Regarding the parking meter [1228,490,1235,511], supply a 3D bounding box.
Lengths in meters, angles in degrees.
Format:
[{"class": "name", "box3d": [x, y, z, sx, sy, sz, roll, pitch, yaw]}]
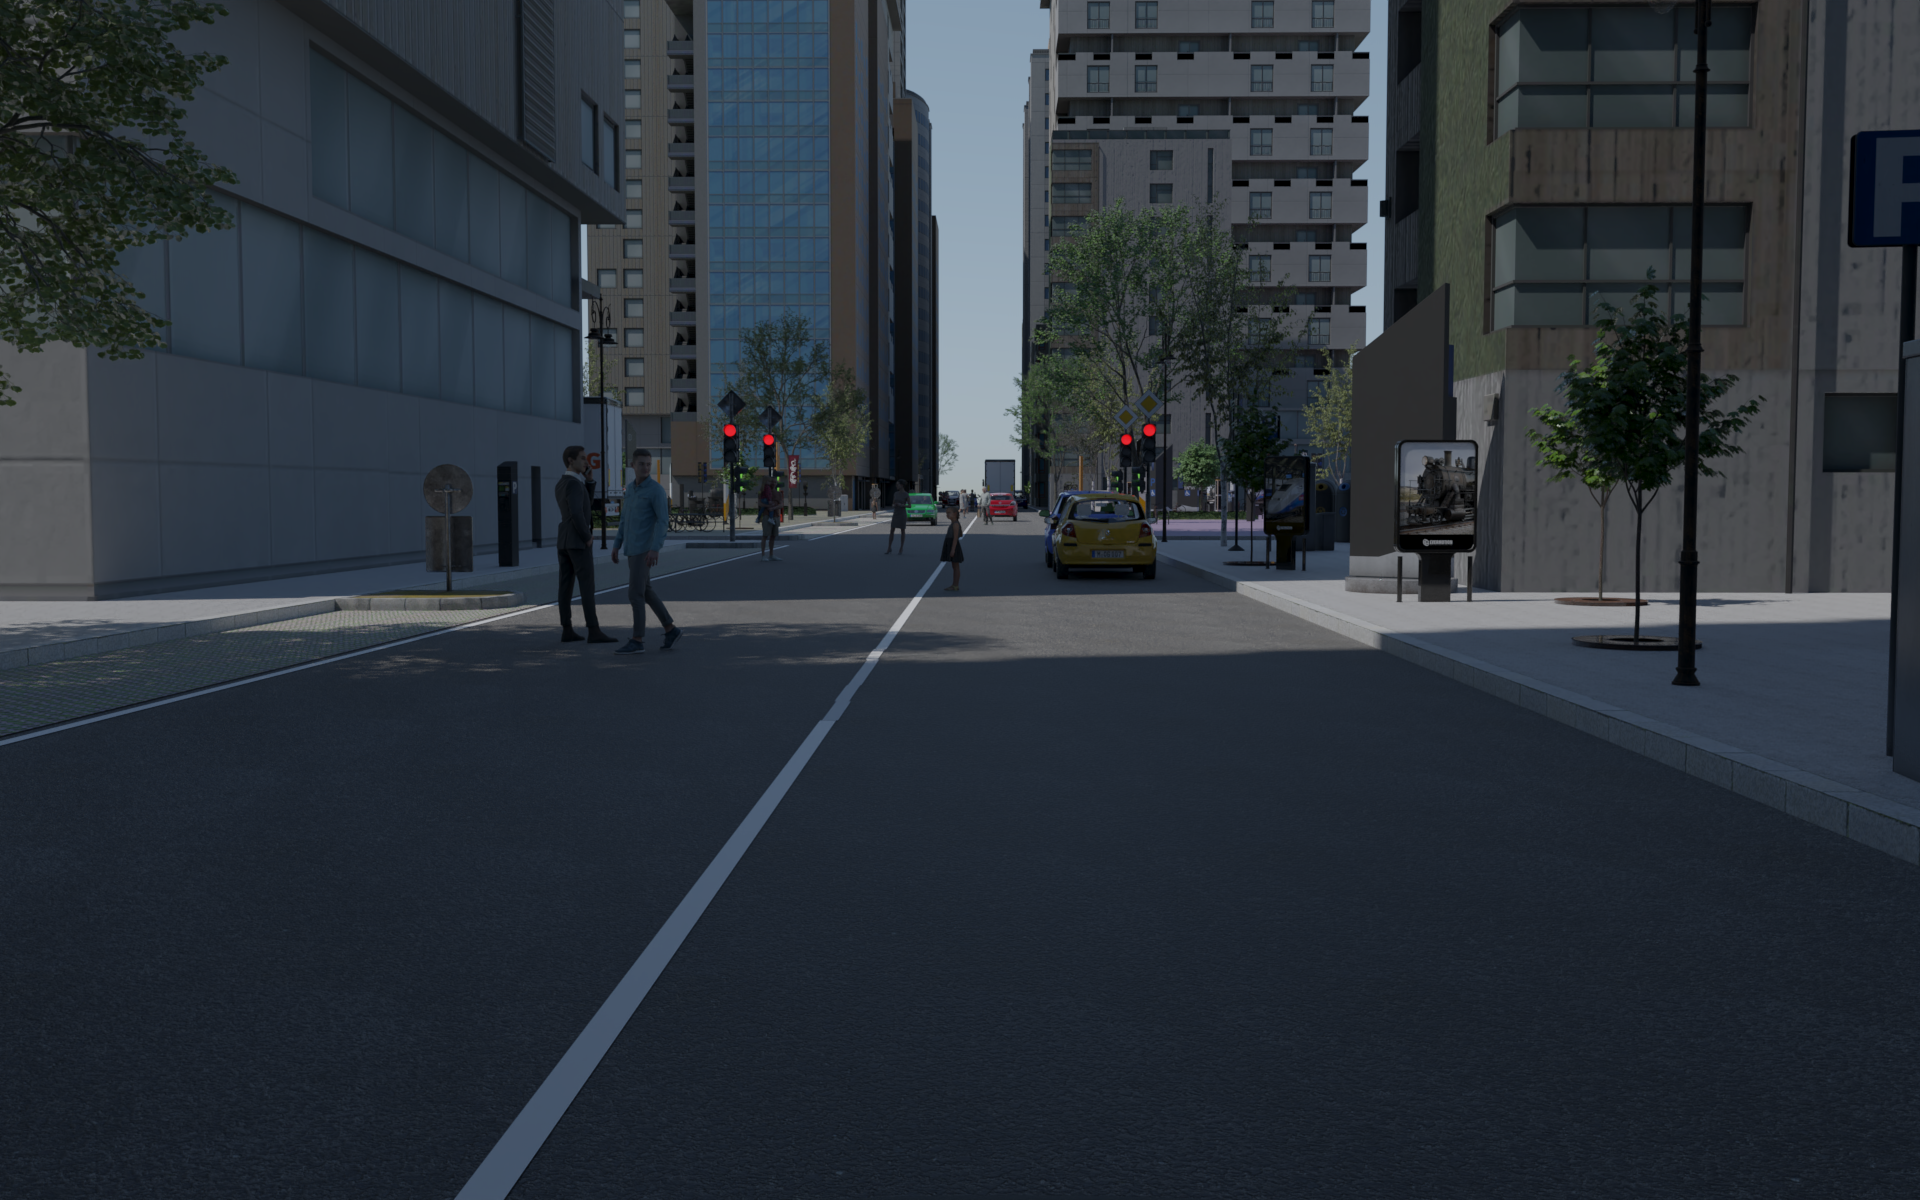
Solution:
[{"class": "parking meter", "box3d": [15.914, -5.696, 101.548, 0.372, 1.533, 0.369, 0, 3, 0]}]

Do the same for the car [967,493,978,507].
[{"class": "car", "box3d": [1.025, -10.801, 186.191, 1.945, 1.707, 3.694, 0, 4, 1]}]

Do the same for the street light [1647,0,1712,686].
[{"class": "street light", "box3d": [4.881, -2.366, 11.468, 0.468, 5.910, 1.993, 0, 4, 1]}]

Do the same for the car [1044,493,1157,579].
[{"class": "car", "box3d": [2.508, -1.249, 30.643, 2.015, 1.641, 3.980, 0, 4, 2]}]

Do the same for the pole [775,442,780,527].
[{"class": "pole", "box3d": [-7.184, -4.542, 68.111, 0.158, 3.312, 0.155, 0, 3, 0]}]

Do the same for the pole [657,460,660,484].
[{"class": "pole", "box3d": [-17.917, -6.679, 103.052, 0.158, 3.312, 0.155, 0, 3, 0]}]

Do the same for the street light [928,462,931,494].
[{"class": "street light", "box3d": [-4.384, -16.860, 248.445, 0.468, 5.910, 1.993, 0, 4, 1]}]

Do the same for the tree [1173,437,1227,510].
[{"class": "tree", "box3d": [13.615, -6.936, 97.125, 4.285, 4.588, 4.351, 0, 3, 0]}]

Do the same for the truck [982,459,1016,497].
[{"class": "truck", "box3d": [3.289, -9.537, 144.850, 2.839, 4.237, 11.283, 0, 4, 1]}]

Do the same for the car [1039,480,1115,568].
[{"class": "car", "box3d": [2.566, -1.554, 35.004, 1.945, 1.707, 3.694, 0, 4, 2]}]

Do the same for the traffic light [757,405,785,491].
[{"class": "traffic light", "box3d": [-5.974, -4.019, 54.637, 0.839, 4.253, 0.868, 0, 4, 1]}]

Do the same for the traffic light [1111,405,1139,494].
[{"class": "traffic light", "box3d": [5.185, -4.007, 54.441, 0.839, 4.253, 0.868, 0, 4, 1]}]

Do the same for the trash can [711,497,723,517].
[{"class": "trash can", "box3d": [-13.557, -5.124, 95.434, 0.748, 1.137, 0.748, 0, 3, 0]}]

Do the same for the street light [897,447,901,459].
[{"class": "street light", "box3d": [-5.866, -11.835, 166.285, 0.468, 5.910, 1.993, 0, 4, 1]}]

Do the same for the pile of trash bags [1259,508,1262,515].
[{"class": "pile of trash bags", "box3d": [19.106, -5.826, 105.004, 3.447, 1.369, 1.912, 1, 4, 13]}]

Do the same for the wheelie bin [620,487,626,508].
[{"class": "wheelie bin", "box3d": [-14.203, -4.088, 74.742, 0.980, 1.594, 0.693, 3, 4, 38]}]

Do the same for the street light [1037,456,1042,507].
[{"class": "street light", "box3d": [7.921, -12.178, 171.905, 0.468, 5.910, 1.993, 0, 4, 1]}]

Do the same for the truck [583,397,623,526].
[{"class": "truck", "box3d": [-15.741, -3.793, 50.931, 11.283, 4.237, 2.839, 0, 4, -1]}]

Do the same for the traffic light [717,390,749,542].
[{"class": "traffic light", "box3d": [-6.126, -3.531, 46.653, 0.839, 4.253, 0.868, 0, 4, 1]}]

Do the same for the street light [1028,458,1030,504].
[{"class": "street light", "box3d": [8.865, -15.192, 221.182, 0.468, 5.910, 1.993, 0, 4, 1]}]

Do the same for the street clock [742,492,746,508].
[{"class": "street clock", "box3d": [-16.207, -7.670, 129.970, 0.358, 2.002, 0.471, -1, 4, -11]}]

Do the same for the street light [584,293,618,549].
[{"class": "street light", "box3d": [-8.269, -4.114, 40.051, 0.468, 5.910, 1.993, 0, 4, 1]}]

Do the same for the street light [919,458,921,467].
[{"class": "street light", "box3d": [-4.973, -14.789, 214.592, 0.468, 5.910, 1.993, 0, 4, 1]}]

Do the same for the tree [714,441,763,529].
[{"class": "tree", "box3d": [-8.015, -4.202, 63.311, 1.663, 3.219, 1.824, 0, 3, 0]}]

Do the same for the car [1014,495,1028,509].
[{"class": "car", "box3d": [5.618, -9.403, 166.312, 1.945, 1.354, 3.894, 0, 4, 0]}]

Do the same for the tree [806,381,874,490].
[{"class": "tree", "box3d": [-7.654, -9.771, 110.126, 4.737, 8.622, 4.395, 0, 3, 0]}]

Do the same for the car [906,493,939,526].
[{"class": "car", "box3d": [-1.945, -4.318, 79.388, 1.959, 1.807, 4.718, 0, 3, 0]}]

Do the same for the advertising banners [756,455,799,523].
[{"class": "advertising banners", "box3d": [-8.149, -4.973, 77.489, 2.074, 3.025, 0.090, 1, 4, 16]}]

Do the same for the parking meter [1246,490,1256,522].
[{"class": "parking meter", "box3d": [13.627, -4.607, 81.028, 0.399, 1.863, 0.255, 2, 4, 32]}]

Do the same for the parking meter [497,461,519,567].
[{"class": "parking meter", "box3d": [-7.990, -1.523, 30.614, 0.255, 1.863, 0.399, 0, 4, 7]}]

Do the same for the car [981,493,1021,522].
[{"class": "car", "box3d": [2.144, -5.054, 91.681, 2.155, 1.783, 4.494, 0, 4, 2]}]

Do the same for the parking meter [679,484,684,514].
[{"class": "parking meter", "box3d": [-16.244, -5.837, 101.151, 0.255, 1.863, 0.399, 0, 4, -7]}]

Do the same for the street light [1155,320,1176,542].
[{"class": "street light", "box3d": [5.459, -4.483, 46.085, 0.468, 5.910, 1.993, 0, 4, 1]}]

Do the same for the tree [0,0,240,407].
[{"class": "tree", "box3d": [-9.895, -5.843, 13.664, 7.486, 12.596, 7.792, 0, 3, 0]}]

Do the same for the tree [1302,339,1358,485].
[{"class": "tree", "box3d": [18.264, -8.112, 82.994, 4.737, 8.622, 4.395, 0, 3, 0]}]

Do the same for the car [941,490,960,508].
[{"class": "car", "box3d": [-0.813, -10.222, 175.799, 2.281, 1.827, 5.304, 0, 3, 0]}]

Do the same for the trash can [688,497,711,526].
[{"class": "trash can", "box3d": [-10.436, -3.491, 68.739, 0.748, 1.137, 0.748, 0, 3, 0]}]

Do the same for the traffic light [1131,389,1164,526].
[{"class": "traffic light", "box3d": [5.034, -3.519, 46.458, 0.839, 4.253, 0.868, 0, 4, 1]}]

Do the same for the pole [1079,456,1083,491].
[{"class": "pole", "box3d": [6.497, -6.060, 92.916, 0.158, 3.312, 0.155, 0, 3, 0]}]

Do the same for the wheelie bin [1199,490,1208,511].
[{"class": "wheelie bin", "box3d": [17.828, -7.285, 127.013, 0.980, 1.594, 0.693, -2, 4, -32]}]

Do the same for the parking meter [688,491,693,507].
[{"class": "parking meter", "box3d": [-19.275, -7.065, 123.919, 0.372, 1.533, 0.369, 0, 3, 0]}]

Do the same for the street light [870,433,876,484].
[{"class": "street light", "box3d": [-6.641, -9.733, 131.916, 0.468, 5.910, 1.993, 0, 4, 1]}]

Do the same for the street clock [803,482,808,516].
[{"class": "street clock", "box3d": [-8.931, -5.844, 100.112, 0.358, 2.002, 0.471, 0, 4, 0]}]

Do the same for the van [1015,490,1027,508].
[{"class": "van", "box3d": [5.762, -10.203, 173.824, 2.013, 2.044, 4.112, 0, 4, 1]}]
